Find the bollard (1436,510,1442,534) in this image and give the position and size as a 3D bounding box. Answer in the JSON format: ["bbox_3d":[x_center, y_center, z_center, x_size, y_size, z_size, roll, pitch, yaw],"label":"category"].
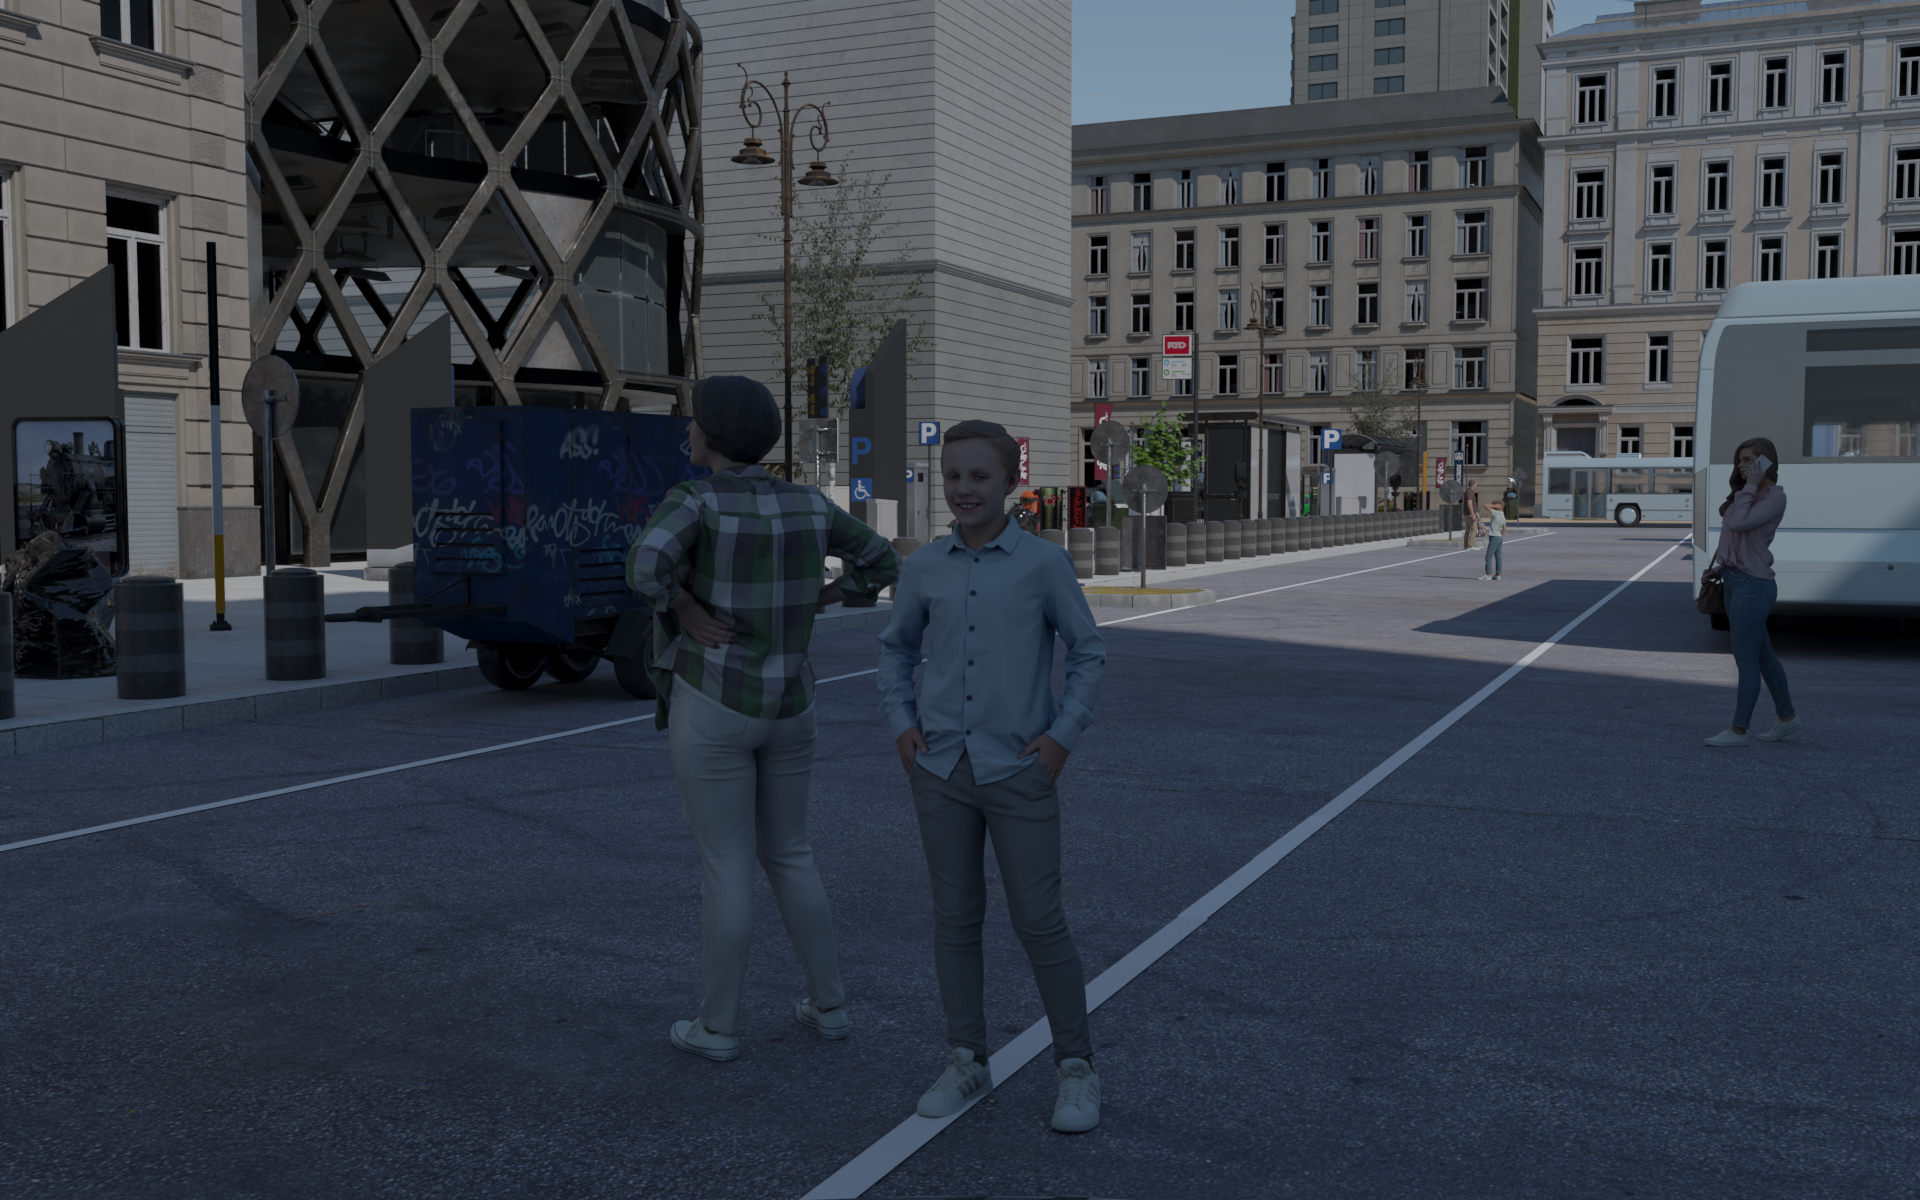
[{"bbox_3d":[15.264,-2.526,56.011,0.404,0.777,0.398,0,3,0],"label":"bollard"}]

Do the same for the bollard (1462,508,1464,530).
[{"bbox_3d":[17.253,-2.794,60.407,0.404,0.777,0.398,0,3,0],"label":"bollard"}]

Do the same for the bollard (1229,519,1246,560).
[{"bbox_3d":[5.312,-1.181,34.024,0.404,0.777,0.398,0,3,0],"label":"bollard"}]

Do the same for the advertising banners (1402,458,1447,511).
[{"bbox_3d":[22.404,-5.343,83.547,2.074,3.025,0.090,1,4,20],"label":"advertising banners"}]

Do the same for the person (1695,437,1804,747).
[{"bbox_3d":[4.561,-0.049,9.885,0.643,1.750,0.593,0,4,4],"label":"person"}]

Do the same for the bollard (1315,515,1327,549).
[{"bbox_3d":[8.307,-1.586,40.644,0.404,0.777,0.398,0,3,0],"label":"bollard"}]

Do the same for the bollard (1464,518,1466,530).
[{"bbox_3d":[17.751,-2.861,61.500,0.404,0.777,0.398,0,3,0],"label":"bollard"}]

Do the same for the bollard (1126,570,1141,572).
[{"bbox_3d":[2.822,-0.845,28.526,0.404,0.777,0.398,0,3,0],"label":"bollard"}]

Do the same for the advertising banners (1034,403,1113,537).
[{"bbox_3d":[2.198,-2.243,32.861,2.074,3.025,0.090,-3,5,-42],"label":"advertising banners"}]

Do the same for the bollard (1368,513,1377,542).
[{"bbox_3d":[10.801,-1.923,46.152,0.404,0.777,0.398,0,3,0],"label":"bollard"}]

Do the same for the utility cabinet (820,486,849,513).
[{"bbox_3d":[-3.520,-2.503,49.601,0.318,1.500,1.173,3,5,39],"label":"utility cabinet"}]

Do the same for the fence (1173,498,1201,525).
[{"bbox_3d":[5.012,-1.652,38.215,0.480,1.192,2.264,2,4,23],"label":"fence"}]

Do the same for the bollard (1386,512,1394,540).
[{"bbox_3d":[11.797,-2.056,48.340,0.404,0.777,0.398,0,3,0],"label":"bollard"}]

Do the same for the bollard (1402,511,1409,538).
[{"bbox_3d":[12.787,-2.190,50.531,0.404,0.777,0.398,0,3,0],"label":"bollard"}]

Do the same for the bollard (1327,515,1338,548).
[{"bbox_3d":[8.803,-1.653,41.739,0.404,0.777,0.398,0,3,0],"label":"bollard"}]

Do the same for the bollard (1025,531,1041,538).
[{"bbox_3d":[0.835,-0.576,24.139,0.404,0.777,0.398,0,3,0],"label":"bollard"}]

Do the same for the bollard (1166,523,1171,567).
[{"bbox_3d":[3.318,-0.912,29.621,0.404,0.777,0.398,0,3,0],"label":"bollard"}]

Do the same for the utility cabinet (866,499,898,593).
[{"bbox_3d":[-1.032,-0.725,23.016,0.306,1.237,1.020,-1,4,-10],"label":"utility cabinet"}]

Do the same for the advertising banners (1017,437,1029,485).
[{"bbox_3d":[2.496,-3.507,53.529,2.074,3.025,0.090,-3,5,-41],"label":"advertising banners"}]

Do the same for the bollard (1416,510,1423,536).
[{"bbox_3d":[13.775,-2.324,52.722,0.404,0.777,0.398,0,3,0],"label":"bollard"}]

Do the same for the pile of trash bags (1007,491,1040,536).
[{"bbox_3d":[1.383,-2.248,46.515,1.912,1.369,3.447,1,4,21],"label":"pile of trash bags"}]

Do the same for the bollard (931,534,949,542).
[{"bbox_3d":[-0.163,-0.442,21.940,0.404,0.777,0.398,0,3,0],"label":"bollard"}]

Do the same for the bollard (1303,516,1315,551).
[{"bbox_3d":[7.804,-1.518,39.532,0.404,0.777,0.398,0,3,0],"label":"bollard"}]

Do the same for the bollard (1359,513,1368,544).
[{"bbox_3d":[10.303,-1.856,45.058,0.404,0.777,0.398,0,3,0],"label":"bollard"}]

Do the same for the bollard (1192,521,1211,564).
[{"bbox_3d":[4.313,-1.046,31.813,0.404,0.777,0.398,0,3,0],"label":"bollard"}]

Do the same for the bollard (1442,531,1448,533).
[{"bbox_3d":[15.761,-2.593,57.106,0.404,0.777,0.398,0,3,0],"label":"bollard"}]

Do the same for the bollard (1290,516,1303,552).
[{"bbox_3d":[7.299,-1.450,38.420,0.404,0.777,0.398,0,3,0],"label":"bollard"}]

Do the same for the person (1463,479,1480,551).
[{"bbox_3d":[13.029,-2.169,44.089,0.434,1.807,0.598,1,4,17],"label":"person"}]

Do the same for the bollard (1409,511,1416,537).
[{"bbox_3d":[13.279,-2.258,51.627,0.404,0.777,0.398,0,3,0],"label":"bollard"}]

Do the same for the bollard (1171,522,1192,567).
[{"bbox_3d":[3.813,-0.979,30.716,0.404,0.777,0.398,0,3,0],"label":"bollard"}]

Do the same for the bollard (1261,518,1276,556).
[{"bbox_3d":[6.302,-1.315,36.223,0.404,0.777,0.398,0,3,0],"label":"bollard"}]

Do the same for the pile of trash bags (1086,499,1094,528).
[{"bbox_3d":[4.651,-3.485,66.735,1.912,1.369,3.447,-3,4,-37],"label":"pile of trash bags"}]

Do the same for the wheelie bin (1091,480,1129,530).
[{"bbox_3d":[3.271,-1.835,37.903,0.693,1.594,0.980,3,5,40],"label":"wheelie bin"}]

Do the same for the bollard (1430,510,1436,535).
[{"bbox_3d":[14.769,-2.459,54.916,0.404,0.777,0.398,0,3,0],"label":"bollard"}]

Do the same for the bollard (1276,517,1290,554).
[{"bbox_3d":[6.805,-1.383,37.325,0.404,0.777,0.398,0,3,0],"label":"bollard"}]

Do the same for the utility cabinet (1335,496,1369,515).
[{"bbox_3d":[11.856,-2.524,52.426,1.020,1.237,0.306,-2,4,-25],"label":"utility cabinet"}]

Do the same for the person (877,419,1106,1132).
[{"bbox_3d":[0.058,0.384,4.029,0.589,1.601,0.330,2,4,26],"label":"person"}]

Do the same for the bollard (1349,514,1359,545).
[{"bbox_3d":[9.803,-1.788,43.949,0.404,0.777,0.398,0,3,0],"label":"bollard"}]

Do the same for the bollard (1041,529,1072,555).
[{"bbox_3d":[1.334,-0.643,25.233,0.404,0.777,0.398,0,3,0],"label":"bollard"}]

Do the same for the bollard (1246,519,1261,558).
[{"bbox_3d":[5.807,-1.248,35.128,0.404,0.777,0.398,0,3,0],"label":"bollard"}]

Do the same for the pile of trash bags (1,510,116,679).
[{"bbox_3d":[-7.428,-0.191,12.877,1.912,1.369,3.447,-2,4,-35],"label":"pile of trash bags"}]

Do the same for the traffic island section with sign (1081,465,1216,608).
[{"bbox_3d":[2.289,-0.868,22.815,1.989,1.847,2.006,2,4,24],"label":"traffic island section with sign"}]

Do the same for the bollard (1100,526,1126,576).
[{"bbox_3d":[2.325,-0.778,27.432,0.404,0.777,0.398,0,3,0],"label":"bollard"}]

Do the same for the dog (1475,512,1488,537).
[{"bbox_3d":[17.353,-2.500,57.715,0.513,0.831,0.800,0,4,6],"label":"dog"}]

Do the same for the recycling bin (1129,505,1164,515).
[{"bbox_3d":[4.378,-1.763,41.387,0.722,1.027,0.722,-3,4,-37],"label":"recycling bin"}]

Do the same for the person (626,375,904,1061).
[{"bbox_3d":[-0.537,0.292,4.453,0.841,1.734,0.376,-3,4,-38],"label":"person"}]

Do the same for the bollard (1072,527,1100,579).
[{"bbox_3d":[1.826,-0.710,26.329,0.404,0.777,0.398,0,3,0],"label":"bollard"}]

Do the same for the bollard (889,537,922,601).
[{"bbox_3d":[-0.656,-0.375,20.844,0.404,0.777,0.398,0,3,0],"label":"bollard"}]

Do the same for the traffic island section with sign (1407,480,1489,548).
[{"bbox_3d":[13.418,-2.370,47.375,1.989,1.847,2.006,2,4,24],"label":"traffic island section with sign"}]

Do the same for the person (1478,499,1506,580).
[{"bbox_3d":[8.879,-1.007,28.882,0.340,1.345,0.435,3,4,37],"label":"person"}]

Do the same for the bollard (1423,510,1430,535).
[{"bbox_3d":[14.273,-2.392,53.821,0.404,0.777,0.398,0,3,0],"label":"bollard"}]

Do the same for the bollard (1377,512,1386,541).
[{"bbox_3d":[11.299,-1.990,47.246,0.404,0.777,0.398,0,3,0],"label":"bollard"}]

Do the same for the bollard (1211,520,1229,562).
[{"bbox_3d":[4.816,-1.114,32.927,0.404,0.777,0.398,0,3,0],"label":"bollard"}]

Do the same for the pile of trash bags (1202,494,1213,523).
[{"bbox_3d":[7.749,-3.298,63.667,3.447,1.369,1.912,-1,4,-18],"label":"pile of trash bags"}]

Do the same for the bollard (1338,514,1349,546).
[{"bbox_3d":[9.305,-1.721,42.855,0.404,0.777,0.398,0,3,0],"label":"bollard"}]

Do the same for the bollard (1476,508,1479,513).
[{"bbox_3d":[18.742,-2.995,63.691,0.404,0.777,0.398,0,3,0],"label":"bollard"}]

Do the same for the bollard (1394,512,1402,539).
[{"bbox_3d":[12.290,-2.123,49.436,0.404,0.777,0.398,0,3,0],"label":"bollard"}]
